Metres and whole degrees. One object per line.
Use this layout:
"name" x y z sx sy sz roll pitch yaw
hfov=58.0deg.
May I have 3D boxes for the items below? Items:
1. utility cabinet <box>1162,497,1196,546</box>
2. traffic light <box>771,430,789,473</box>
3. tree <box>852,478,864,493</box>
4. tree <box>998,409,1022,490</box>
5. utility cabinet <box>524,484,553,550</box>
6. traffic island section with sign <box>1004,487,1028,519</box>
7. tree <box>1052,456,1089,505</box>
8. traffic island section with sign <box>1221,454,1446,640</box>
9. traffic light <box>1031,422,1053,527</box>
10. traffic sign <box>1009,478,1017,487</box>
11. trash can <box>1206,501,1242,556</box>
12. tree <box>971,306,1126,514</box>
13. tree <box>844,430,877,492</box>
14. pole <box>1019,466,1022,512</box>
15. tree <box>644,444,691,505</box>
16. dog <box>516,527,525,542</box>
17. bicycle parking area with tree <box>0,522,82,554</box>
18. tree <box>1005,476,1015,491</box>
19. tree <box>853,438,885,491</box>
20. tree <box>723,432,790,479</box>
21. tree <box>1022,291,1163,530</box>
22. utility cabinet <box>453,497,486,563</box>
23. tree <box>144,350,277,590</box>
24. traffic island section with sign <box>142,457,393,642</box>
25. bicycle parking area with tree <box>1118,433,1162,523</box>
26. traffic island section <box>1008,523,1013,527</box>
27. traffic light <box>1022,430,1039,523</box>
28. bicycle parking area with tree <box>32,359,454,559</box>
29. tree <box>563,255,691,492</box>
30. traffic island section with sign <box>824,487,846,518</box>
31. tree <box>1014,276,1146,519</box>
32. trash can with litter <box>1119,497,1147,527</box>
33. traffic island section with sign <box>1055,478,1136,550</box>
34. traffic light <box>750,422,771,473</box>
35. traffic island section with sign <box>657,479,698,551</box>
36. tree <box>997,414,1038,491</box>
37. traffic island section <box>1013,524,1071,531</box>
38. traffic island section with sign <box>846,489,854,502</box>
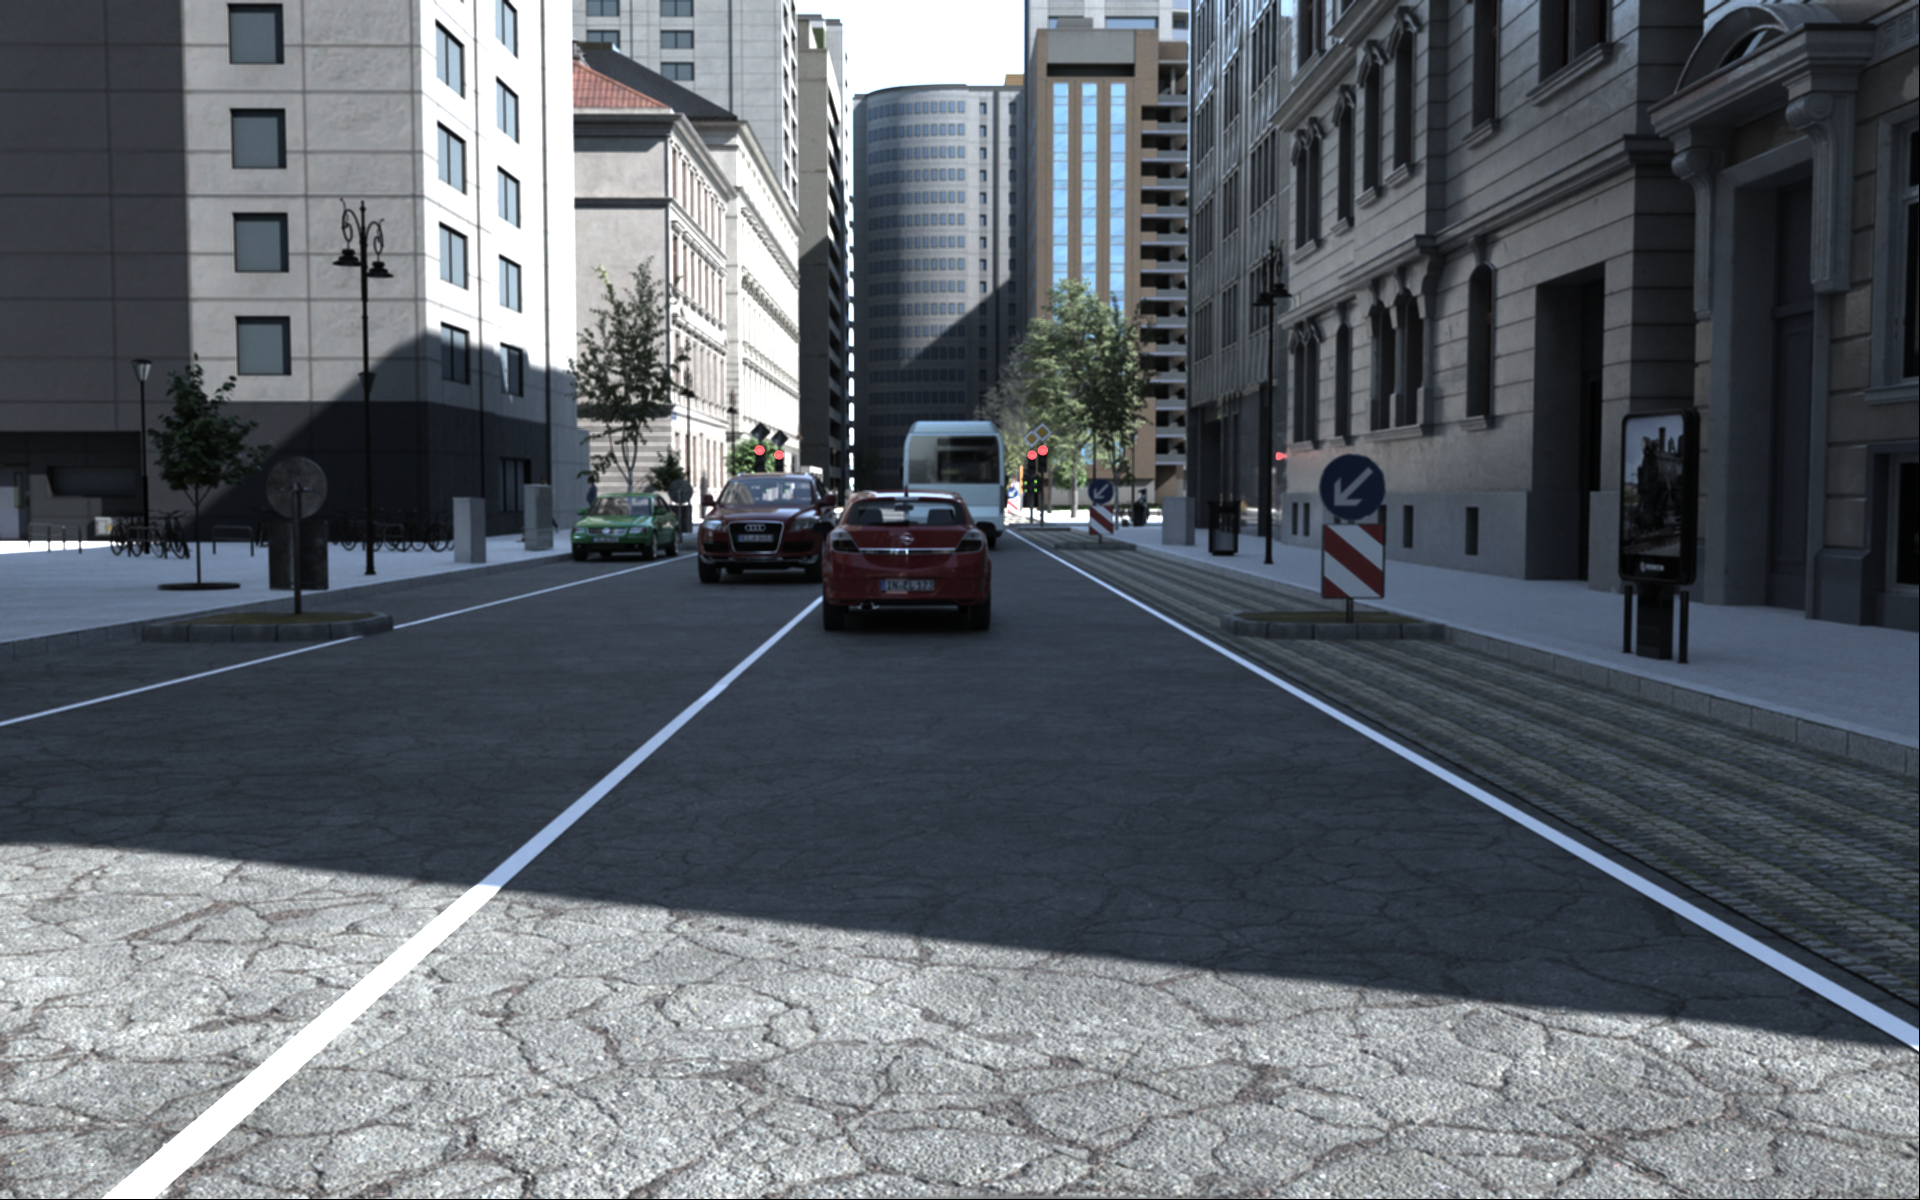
"utility cabinet" 5.499 -1.982 43.563 0.306 1.237 1.020 -2 4 -30
"traffic light" -7.846 -5.299 75.561 0.839 4.253 0.868 0 4 -1
"tree" -11.966 -12.864 204.920 1.663 3.219 1.824 0 3 0
"tree" 4.311 -11.635 140.590 4.737 8.622 4.395 0 3 0
"utility cabinet" -9.635 -1.894 39.654 0.318 1.500 1.173 0 4 4
"traffic island section with sign" 2.915 -5.613 100.400 1.989 1.847 2.006 0 4 -1
"tree" 9.228 -9.922 145.938 4.285 4.588 4.351 0 3 0
"traffic island section with sign" 3.756 -0.565 17.858 1.989 1.847 2.006 0 4 -1
"traffic light" 3.196 -4.818 67.703 0.839 4.253 0.868 0 4 -1
"traffic sign" 4.334 -8.427 137.784 0.884 2.594 0.081 0 4 4
"trash can" 5.498 -1.498 36.144 0.748 1.137 0.748 0 3 0
"tree" 5.970 -12.357 112.398 12.009 13.543 11.850 0 3 0
"tree" -11.699 -15.233 199.413 4.360 8.622 3.978 0 3 0
"pole" 4.389 -8.022 125.003 0.158 3.312 0.155 0 3 0
"tree" -11.080 -4.384 66.276 1.663 3.219 1.824 0 3 0
"dog" -11.504 -1.737 46.129 0.550 0.427 0.748 -2 4 -27
"bicycle parking area with tree" -25.489 -3.207 39.441 8.231 4.147 9.016 -3 4 -39
"tree" 5.130 -10.437 165.239 1.663 3.219 1.824 0 3 0
"tree" -11.935 -16.881 226.360 4.737 8.622 4.395 0 3 0
"tree" -10.350 -6.372 87.896 4.285 4.588 4.351 0 3 0
"tree" 5.442 -6.833 62.086 4.737 8.622 4.395 0 3 0
"utility cabinet" -9.206 -1.307 32.530 0.306 1.237 1.020 -2 4 -34
"tree" -10.312 -1.757 23.324 1.663 3.219 1.824 0 3 0
"traffic island section with sign" -6.970 -0.559 17.764 1.989 1.847 2.006 0 4 -1
"bicycle parking area with tree" 10.654 -5.768 81.310 8.231 4.147 9.016 0 4 4
"traffic island section" 3.155 -3.273 75.802 2.009 0.180 2.903 0 4 -1
"traffic light" 3.115 -5.307 75.688 0.839 4.253 0.868 0 4 -1
"bicycle parking area with tree" -15.597 -3.168 38.805 8.231 4.147 9.016 -2 4 -34
"tree" -10.357 -6.339 54.000 4.737 8.622 4.395 0 3 0
"traffic island section with sign" -7.811 -5.617 100.465 1.989 1.847 2.006 0 4 -1
"tree" 6.273 -10.566 90.874 7.486 12.596 7.792 0 3 0
"trash can with litter" 6.806 -3.477 68.231 1.055 1.170 0.624 0 4 2
"traffic island section with sign" 3.469 -2.213 44.812 1.989 1.847 2.006 0 4 -1
"traffic light" -7.765 -4.811 67.576 0.839 4.253 0.868 0 4 -1
"traffic island section with sign" -7.240 -2.215 44.845 1.989 1.847 2.006 0 4 -1
"tree" 5.156 -12.568 155.848 4.360 8.622 3.978 0 3 0
"traffic island section" 3.236 -2.785 67.817 2.009 0.180 2.903 0 4 -1
"traffic island section with sign" -8.086 -7.266 127.419 1.989 1.847 2.006 0 4 -1
